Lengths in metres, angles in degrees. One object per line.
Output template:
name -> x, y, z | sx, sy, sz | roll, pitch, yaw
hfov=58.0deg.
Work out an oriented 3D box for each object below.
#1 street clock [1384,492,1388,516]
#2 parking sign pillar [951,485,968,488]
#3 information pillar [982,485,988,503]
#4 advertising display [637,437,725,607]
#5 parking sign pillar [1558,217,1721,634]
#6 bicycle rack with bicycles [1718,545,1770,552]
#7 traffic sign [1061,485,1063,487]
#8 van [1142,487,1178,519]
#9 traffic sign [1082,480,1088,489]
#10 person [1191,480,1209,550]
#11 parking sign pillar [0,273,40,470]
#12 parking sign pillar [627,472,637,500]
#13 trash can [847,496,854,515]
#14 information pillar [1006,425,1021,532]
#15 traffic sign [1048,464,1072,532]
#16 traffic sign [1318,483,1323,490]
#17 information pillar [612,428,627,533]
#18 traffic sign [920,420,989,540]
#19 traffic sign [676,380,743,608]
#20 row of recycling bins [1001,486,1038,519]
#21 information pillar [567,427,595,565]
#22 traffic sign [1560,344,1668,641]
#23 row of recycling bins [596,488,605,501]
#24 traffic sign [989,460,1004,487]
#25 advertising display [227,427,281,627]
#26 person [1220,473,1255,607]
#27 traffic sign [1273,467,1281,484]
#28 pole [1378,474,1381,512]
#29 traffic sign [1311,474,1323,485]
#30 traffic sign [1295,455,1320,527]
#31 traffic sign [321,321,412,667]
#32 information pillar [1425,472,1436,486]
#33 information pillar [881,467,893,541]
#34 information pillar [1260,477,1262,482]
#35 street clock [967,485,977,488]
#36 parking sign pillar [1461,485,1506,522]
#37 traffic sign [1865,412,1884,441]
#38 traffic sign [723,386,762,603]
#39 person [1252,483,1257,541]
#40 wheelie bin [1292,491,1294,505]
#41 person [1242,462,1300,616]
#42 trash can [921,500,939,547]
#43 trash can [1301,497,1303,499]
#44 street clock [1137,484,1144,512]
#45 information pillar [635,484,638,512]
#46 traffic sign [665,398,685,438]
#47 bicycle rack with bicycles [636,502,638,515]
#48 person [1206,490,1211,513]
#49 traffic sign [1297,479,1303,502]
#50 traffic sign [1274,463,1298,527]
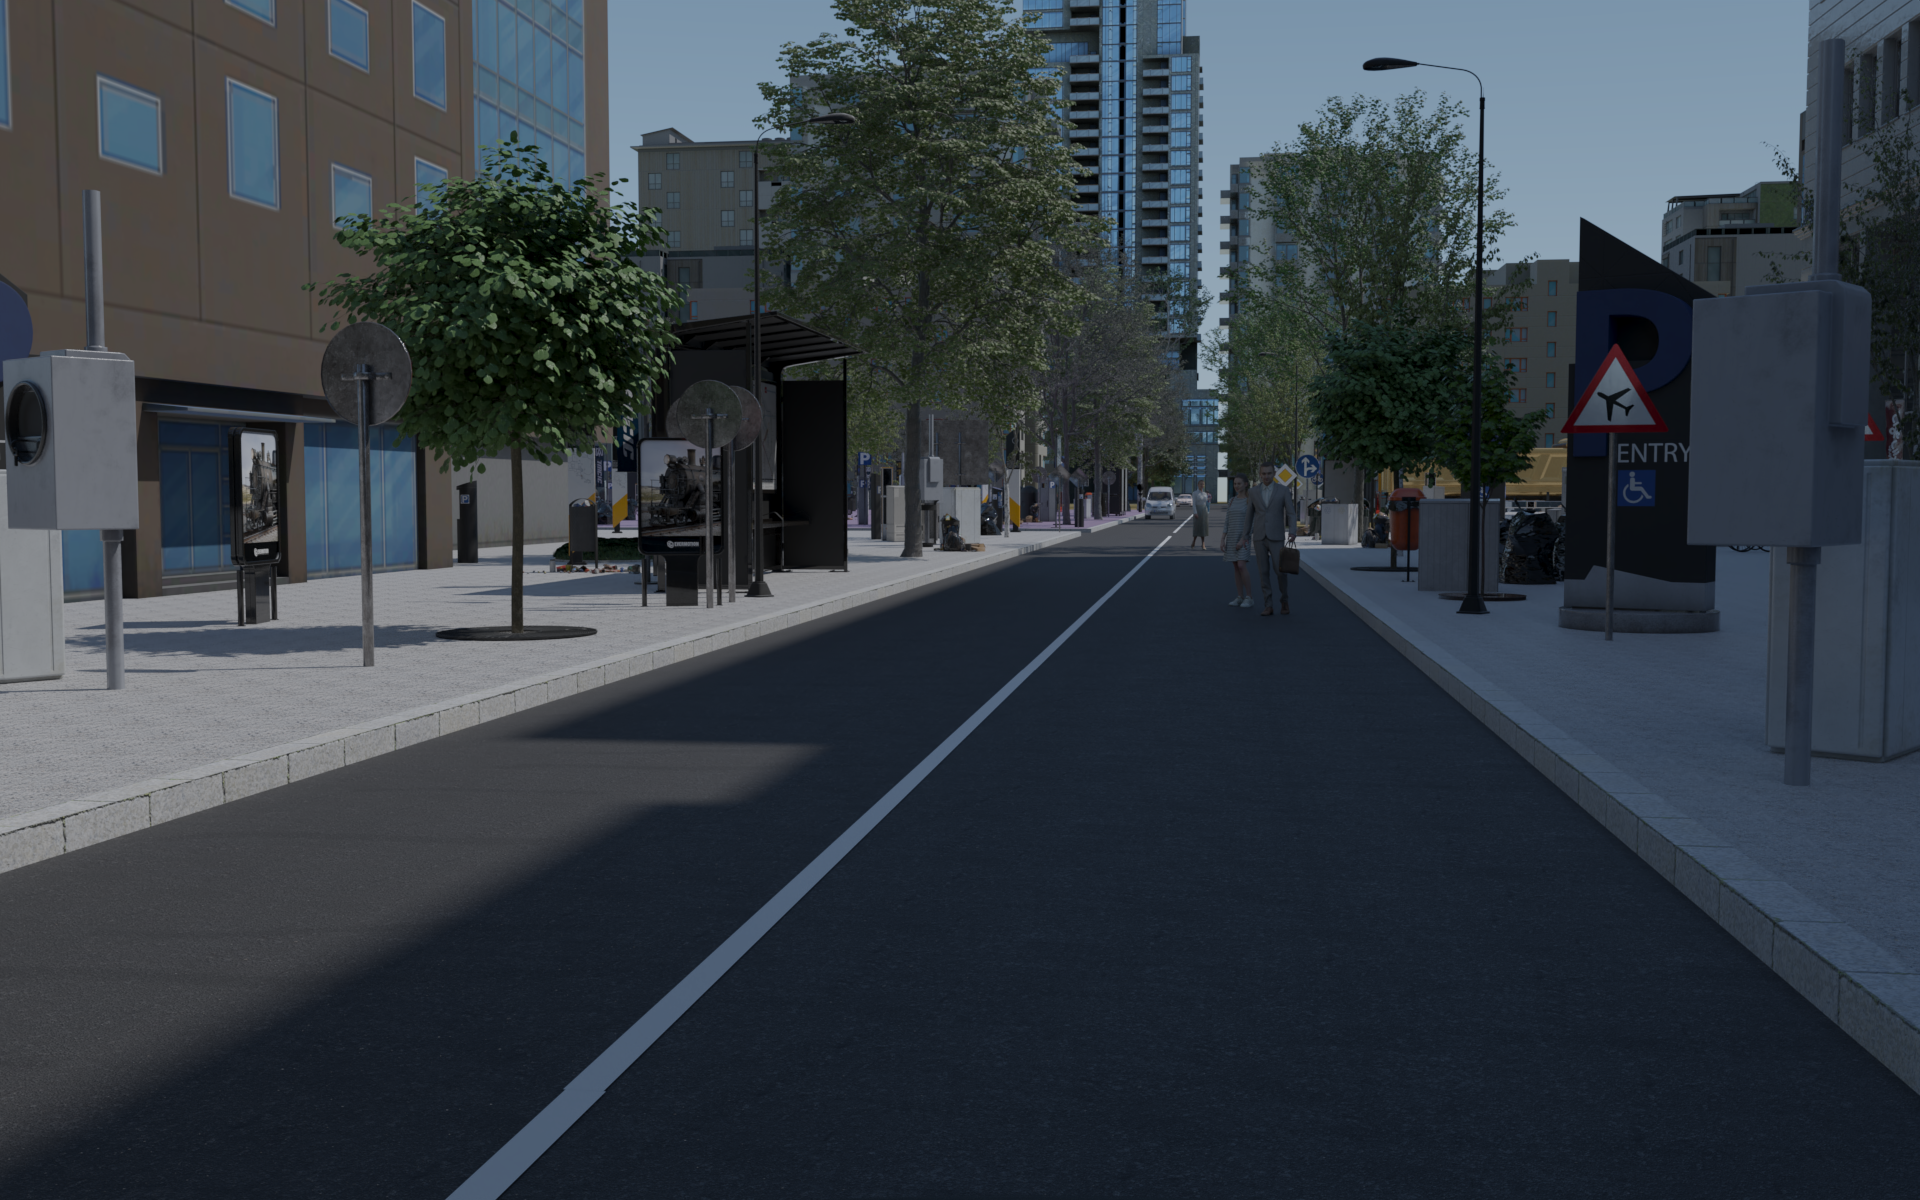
street clock -> 24.870, -5.894, 100.944 | 0.358, 2.002, 0.471 | 0, 4, -2
parking sign pillar -> 0.008, -8.066, 120.345 | 1.447, 3.967, 1.447 | 2, 4, 29
information pillar -> 1.377, -6.441, 96.671 | 0.183, 3.616, 0.504 | 3, 4, 39
advertising display -> -3.187, -0.891, 19.788 | 0.974, 1.923, 0.123 | -1, 4, -13
parking sign pillar -> 6.502, -1.714, 16.494 | 1.447, 3.967, 1.447 | 2, 4, 35
bicycle rack with bicycles -> 18.015, -1.543, 38.606 | 2.852, 0.926, 2.925 | -3, 5, -44
traffic sign -> 5.579, -5.805, 97.040 | 0.606, 2.300, 0.079 | 1, 4, 10
van -> 11.461, -5.633, 99.103 | 2.013, 2.044, 4.112 | 1, 4, 9
traffic sign -> 6.651, -5.617, 93.967 | 0.606, 2.300, 0.079 | 1, 4, 15
person -> 6.156, -2.198, 44.658 | 0.478, 1.798, 0.641 | -1, 4, -16
parking sign pillar -> -8.754, -1.636, 15.229 | 1.447, 3.967, 1.447 | 2, 4, 31
parking sign pillar -> -25.401, -8.970, 135.123 | 1.447, 3.967, 1.447 | 0, 4, 8
trash can -> -6.853, -5.742, 105.530 | 0.748, 1.137, 0.748 | 0, 3, 0
information pillar -> 1.787, -4.076, 57.992 | 0.504, 3.616, 0.183 | 1, 4, 18
traffic sign -> 3.336, -3.317, 57.867 | 0.795, 2.450, 0.064 | 1, 4, 8
traffic sign -> 22.103, -6.460, 106.812 | 0.795, 2.450, 0.064 | 1, 4, 14
information pillar -> -11.134, -3.988, 56.564 | 0.504, 3.616, 0.183 | -1, 4, -14
traffic sign -> -0.326, -3.290, 47.670 | 2.265, 3.308, 0.079 | 1, 4, 14
traffic sign -> -2.810, -1.179, 19.380 | 0.768, 2.556, 0.104 | 1, 4, 9
row of recycling bins -> 3.169, -4.769, 85.086 | 1.069, 1.692, 3.534 | -3, 5, -41
information pillar -> -6.848, -2.440, 31.251 | 0.504, 3.616, 0.183 | 0, 4, -6
traffic sign -> 5.685, -0.923, 15.101 | 0.884, 2.594, 0.081 | 1, 4, 13
row of recycling bins -> -23.741, -6.303, 110.168 | 3.534, 1.692, 1.069 | 1, 4, 19
traffic sign -> 1.191, -3.511, 58.598 | 0.795, 2.450, 0.064 | 1, 4, 15
advertising display -> -6.979, -0.731, 17.163 | 0.123, 1.923, 0.974 | 0, 4, -1
person -> 3.596, -0.775, 22.174 | 0.512, 1.701, 0.522 | 3, 5, 44
traffic sign -> 11.812, -3.733, 64.675 | 0.795, 2.450, 0.064 | 1, 4, 8
pole -> 25.888, -6.912, 106.856 | 0.158, 3.312, 0.155 | 0, 3, 0
traffic sign -> 20.793, -6.161, 100.832 | 0.768, 2.556, 0.104 | 1, 4, 9
traffic sign -> 11.213, -3.415, 55.937 | 0.768, 2.556, 0.104 | 1, 4, 12
traffic sign -> -4.403, -0.777, 12.818 | 0.768, 2.556, 0.104 | 1, 4, 16
information pillar -> 15.496, -3.216, 57.079 | 0.304, 2.012, 0.304 | 0, 4, -2
information pillar -> -2.012, -2.637, 47.600 | 0.304, 2.012, 0.304 | -1, 4, -9
information pillar -> 21.399, -7.993, 122.046 | 0.504, 3.616, 0.183 | 0, 4, -3
street clock -> 0.601, -5.045, 87.060 | 0.471, 2.002, 0.358 | 3, 4, 37
parking sign pillar -> 15.910, -3.924, 52.623 | 1.447, 3.967, 1.447 | 1, 4, 20
traffic sign -> 8.844, -1.072, 17.536 | 0.884, 2.594, 0.081 | 1, 4, 16
traffic sign -> -2.699, -1.243, 20.432 | 0.768, 2.556, 0.104 | 1, 4, 16
person -> 9.039, -2.692, 52.850 | 0.599, 1.781, 0.374 | -2, 4, -30
wheelie bin -> 13.610, -3.973, 72.860 | 0.980, 1.594, 0.693 | 3, 5, 45
person -> 3.674, -0.725, 20.468 | 0.709, 1.813, 0.853 | 1, 4, 19
trash can -> -0.873, -1.851, 41.920 | 0.748, 1.137, 0.748 | 0, 3, 0
trash can -> 19.794, -5.337, 98.917 | 0.748, 1.137, 0.748 | 0, 3, 0
street clock -> 12.672, -7.164, 121.703 | 0.358, 2.002, 0.471 | -3, 4, -38
information pillar -> -23.543, -7.463, 126.519 | 0.304, 2.012, 0.304 | -1, 4, -9
traffic sign -> -3.381, -1.340, 22.022 | 0.768, 2.556, 0.104 | 1, 4, 9
bicycle rack with bicycles -> -17.597, -5.291, 99.893 | 2.925, 0.926, 2.852 | 3, 5, 45
person -> 18.509, -7.335, 129.269 | 0.563, 1.720, 0.643 | 3, 5, 43
traffic sign -> 25.496, -7.926, 130.767 | 0.795, 2.450, 0.064 | 1, 4, 9
traffic sign -> 10.649, -3.250, 56.775 | 0.795, 2.450, 0.064 | 1, 4, 8
